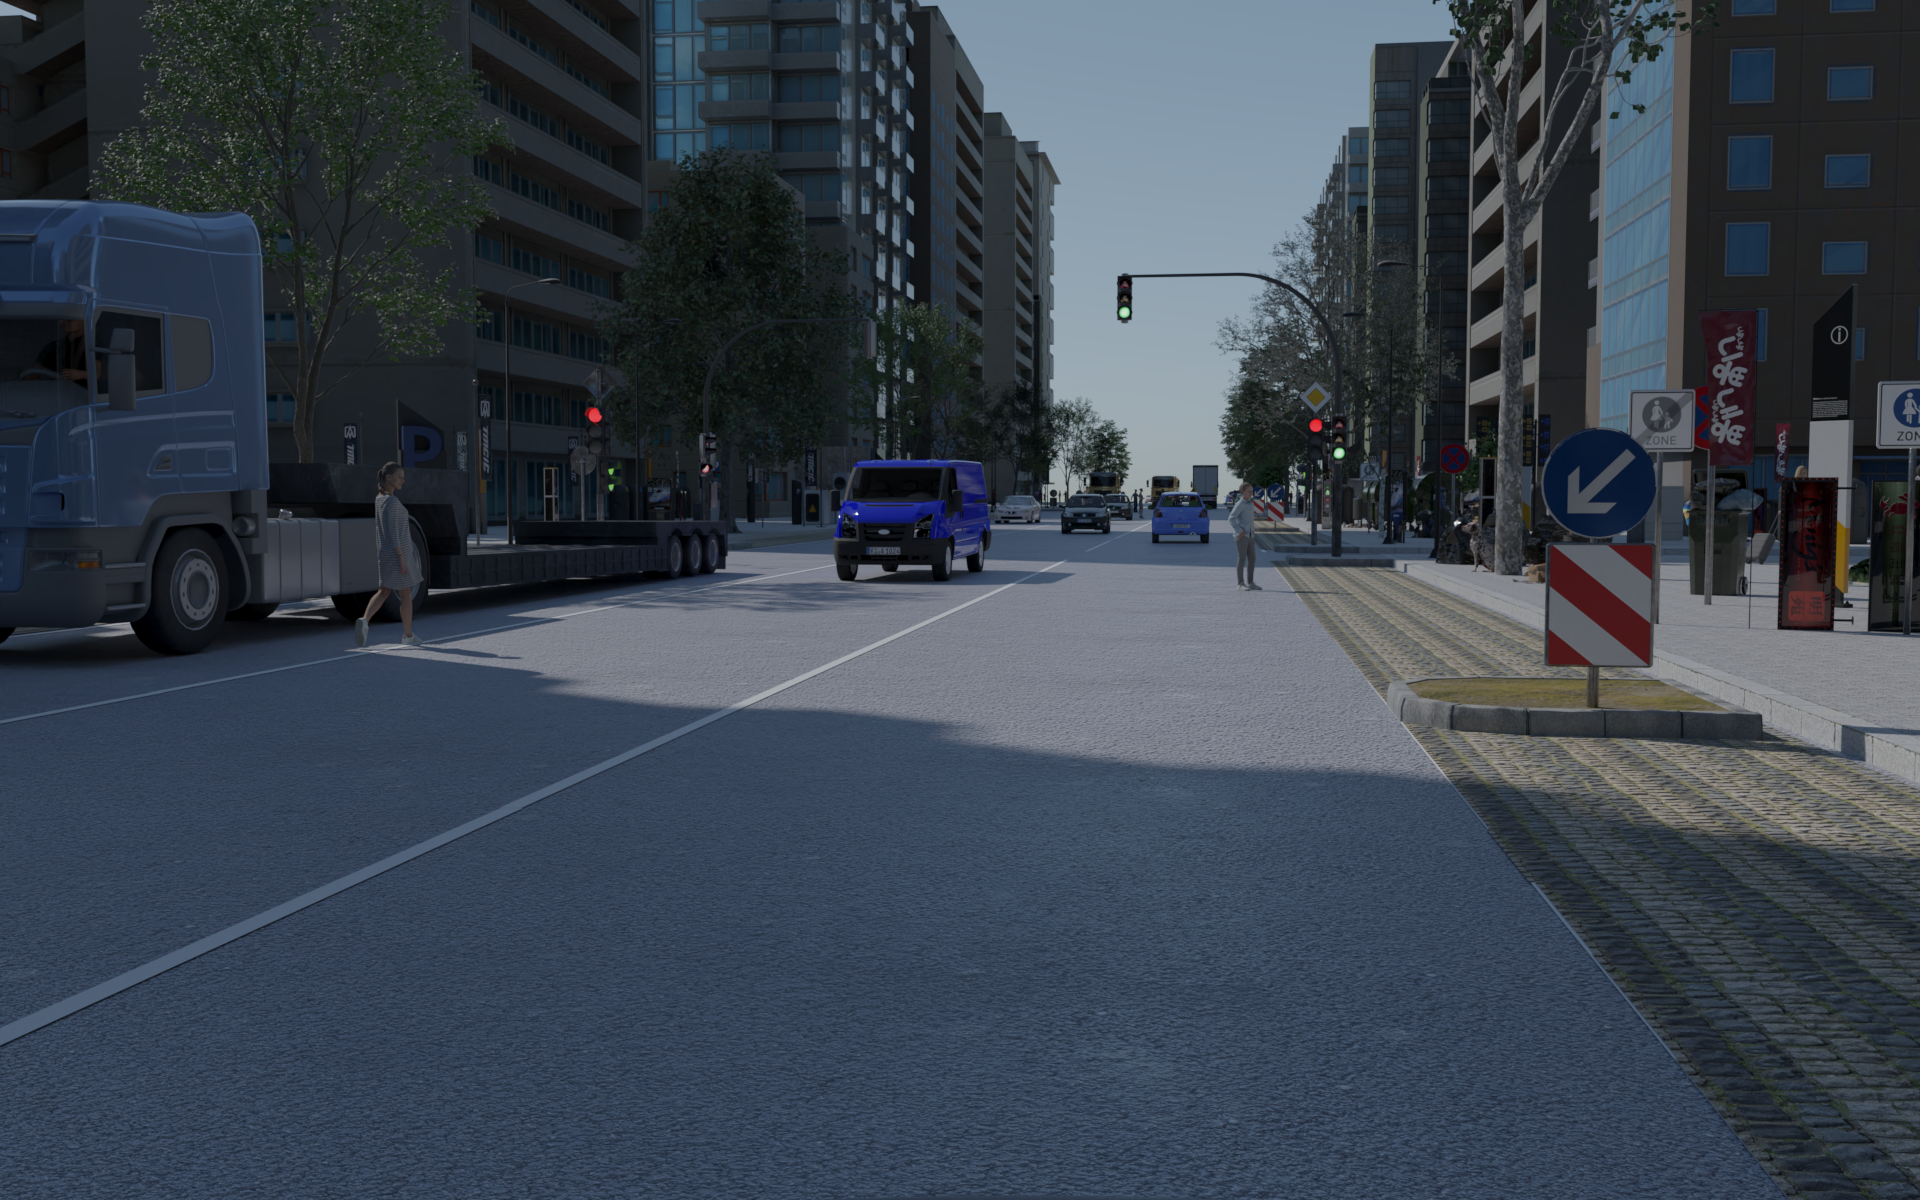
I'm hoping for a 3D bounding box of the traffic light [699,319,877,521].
[{"bbox_3d":[-4.564,-4.318,45.273,4.771,5.953,1.251,1,4,8],"label":"traffic light"}]

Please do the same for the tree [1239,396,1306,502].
[{"bbox_3d":[31.836,-15.311,176.087,9.928,11.665,9.643,0,3,0],"label":"tree"}]

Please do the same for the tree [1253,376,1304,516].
[{"bbox_3d":[19.929,-9.233,101.327,4.360,8.622,3.978,0,3,0],"label":"tree"}]

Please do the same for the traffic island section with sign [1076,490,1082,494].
[{"bbox_3d":[11.823,-9.952,171.349,1.989,1.847,2.006,1,4,8],"label":"traffic island section with sign"}]

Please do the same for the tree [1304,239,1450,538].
[{"bbox_3d":[12.343,-6.136,50.678,4.360,8.622,3.978,0,3,0],"label":"tree"}]

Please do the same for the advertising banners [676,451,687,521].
[{"bbox_3d":[-11.441,-4.581,71.082,0.090,3.025,2.074,0,4,3],"label":"advertising banners"}]

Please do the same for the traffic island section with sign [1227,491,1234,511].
[{"bbox_3d":[23.080,-8.153,141.923,1.989,1.847,2.006,1,4,8],"label":"traffic island section with sign"}]

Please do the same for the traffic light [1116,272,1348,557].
[{"bbox_3d":[5.604,-3.724,35.547,4.771,5.953,1.251,1,4,8],"label":"traffic light"}]

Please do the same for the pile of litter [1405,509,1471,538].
[{"bbox_3d":[13.811,-2.240,50.587,1.176,0.858,1.719,-1,4,-21],"label":"pile of litter"}]

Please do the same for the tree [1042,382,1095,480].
[{"bbox_3d":[4.298,-12.113,132.462,8.767,10.594,7.601,-3,4,-38],"label":"tree"}]

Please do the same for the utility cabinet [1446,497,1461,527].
[{"bbox_3d":[17.084,-3.010,60.370,0.306,1.237,1.020,3,5,44],"label":"utility cabinet"}]

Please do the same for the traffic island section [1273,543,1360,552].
[{"bbox_3d":[8.889,-1.291,43.392,2.009,0.180,2.903,1,4,8],"label":"traffic island section"}]

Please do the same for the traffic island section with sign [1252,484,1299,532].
[{"bbox_3d":[11.908,-3.515,66.096,1.989,1.847,2.006,1,4,8],"label":"traffic island section with sign"}]

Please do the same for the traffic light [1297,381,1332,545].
[{"bbox_3d":[8.851,-3.325,43.284,0.839,4.253,0.868,1,4,8],"label":"traffic light"}]

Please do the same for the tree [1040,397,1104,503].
[{"bbox_3d":[11.428,-15.774,183.654,9.928,11.665,9.643,0,3,0],"label":"tree"}]

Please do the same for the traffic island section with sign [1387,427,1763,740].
[{"bbox_3d":[3.809,-0.151,11.096,1.989,1.847,2.006,1,4,8],"label":"traffic island section with sign"}]

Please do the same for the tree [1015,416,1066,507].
[{"bbox_3d":[7.926,-13.159,165.518,4.737,8.622,4.395,0,3,0],"label":"tree"}]

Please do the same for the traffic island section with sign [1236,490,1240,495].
[{"bbox_3d":[15.844,-5.146,92.763,1.989,1.847,2.006,1,4,8],"label":"traffic island section with sign"}]

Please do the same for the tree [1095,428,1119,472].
[{"bbox_3d":[17.850,-18.387,235.036,8.767,10.594,7.601,2,4,26],"label":"tree"}]

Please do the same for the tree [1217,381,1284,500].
[{"bbox_3d":[32.415,-17.134,186.796,9.857,13.997,8.962,0,3,0],"label":"tree"}]

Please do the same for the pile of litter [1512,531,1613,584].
[{"bbox_3d":[8.820,-0.696,25.339,1.719,0.858,1.176,-1,4,-14],"label":"pile of litter"}]

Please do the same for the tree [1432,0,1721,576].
[{"bbox_3d":[9.784,-10.395,25.854,12.611,20.169,13.585,0,3,0],"label":"tree"}]

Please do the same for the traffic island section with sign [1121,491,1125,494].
[{"bbox_3d":[23.868,-14.947,253.014,1.989,1.847,2.006,1,4,8],"label":"traffic island section with sign"}]

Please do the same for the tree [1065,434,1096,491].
[{"bbox_3d":[14.687,-15.894,210.230,4.360,8.622,3.978,0,3,0],"label":"tree"}]

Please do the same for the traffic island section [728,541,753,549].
[{"bbox_3d":[-6.684,-1.431,45.683,2.009,0.180,2.903,1,4,8],"label":"traffic island section"}]

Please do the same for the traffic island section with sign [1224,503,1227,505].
[{"bbox_3d":[27.079,-9.815,169.100,1.989,1.847,2.006,1,4,8],"label":"traffic island section with sign"}]

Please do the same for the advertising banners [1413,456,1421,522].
[{"bbox_3d":[20.947,-5.133,80.108,0.090,3.025,2.074,0,4,-3],"label":"advertising banners"}]

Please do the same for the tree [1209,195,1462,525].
[{"bbox_3d":[15.573,-9.896,72.176,12.009,13.543,11.850,0,3,0],"label":"tree"}]

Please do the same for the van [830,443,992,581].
[{"bbox_3d":[-0.786,-1.589,30.361,2.240,2.365,5.245,1,4,10],"label":"van"}]

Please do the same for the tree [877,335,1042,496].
[{"bbox_3d":[-1.150,-10.229,101.652,8.767,10.594,7.601,-3,5,-42],"label":"tree"}]

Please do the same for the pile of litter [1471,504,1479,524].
[{"bbox_3d":[22.311,-3.748,75.246,1.176,0.858,1.719,-2,4,-28],"label":"pile of litter"}]

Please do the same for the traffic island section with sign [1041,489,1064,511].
[{"bbox_3d":[7.814,-8.289,144.155,1.989,1.847,2.006,1,4,8],"label":"traffic island section with sign"}]

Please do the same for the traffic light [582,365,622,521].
[{"bbox_3d":[-7.810,-2.980,37.642,0.839,4.253,0.868,1,4,8],"label":"traffic light"}]

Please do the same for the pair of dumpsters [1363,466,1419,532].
[{"bbox_3d":[15.159,-3.578,61.001,1.574,2.255,4.437,1,4,8],"label":"pair of dumpsters"}]

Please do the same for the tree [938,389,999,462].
[{"bbox_3d":[0.547,-9.911,112.400,4.360,8.622,3.978,0,3,0],"label":"tree"}]

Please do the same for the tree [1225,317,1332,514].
[{"bbox_3d":[20.643,-11.797,111.005,7.486,12.596,7.792,0,3,0],"label":"tree"}]

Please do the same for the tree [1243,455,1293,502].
[{"bbox_3d":[26.177,-9.857,144.873,4.285,4.588,4.351,0,3,0],"label":"tree"}]

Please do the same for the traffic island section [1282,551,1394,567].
[{"bbox_3d":[7.725,-0.808,35.492,2.009,0.180,2.903,1,4,8],"label":"traffic island section"}]

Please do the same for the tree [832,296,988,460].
[{"bbox_3d":[-2.655,-10.026,89.688,9.928,11.665,9.643,0,3,0],"label":"tree"}]

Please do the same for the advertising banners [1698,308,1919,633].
[{"bbox_3d":[8.000,-1.226,16.229,2.074,3.025,0.090,1,4,18],"label":"advertising banners"}]

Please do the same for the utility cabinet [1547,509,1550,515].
[{"bbox_3d":[19.504,-2.740,55.953,1.020,1.237,0.306,0,4,2],"label":"utility cabinet"}]

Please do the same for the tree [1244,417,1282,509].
[{"bbox_3d":[26.829,-12.326,151.895,4.737,8.622,4.395,0,3,0],"label":"tree"}]

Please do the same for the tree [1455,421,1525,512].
[{"bbox_3d":[14.004,-3.132,45.816,1.663,3.219,1.824,0,3,0],"label":"tree"}]

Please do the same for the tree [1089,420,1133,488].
[{"bbox_3d":[22.659,-21.126,263.543,7.486,12.596,7.792,0,3,0],"label":"tree"}]

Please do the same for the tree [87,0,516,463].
[{"bbox_3d":[-11.893,-6.461,31.399,9.928,11.665,9.643,0,3,0],"label":"tree"}]

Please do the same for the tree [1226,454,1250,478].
[{"bbox_3d":[44.784,-20.389,267.765,8.767,10.594,7.601,2,4,29],"label":"tree"}]

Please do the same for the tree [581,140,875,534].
[{"bbox_3d":[-7.599,-8.520,56.312,9.611,12.733,9.660,0,3,0],"label":"tree"}]
